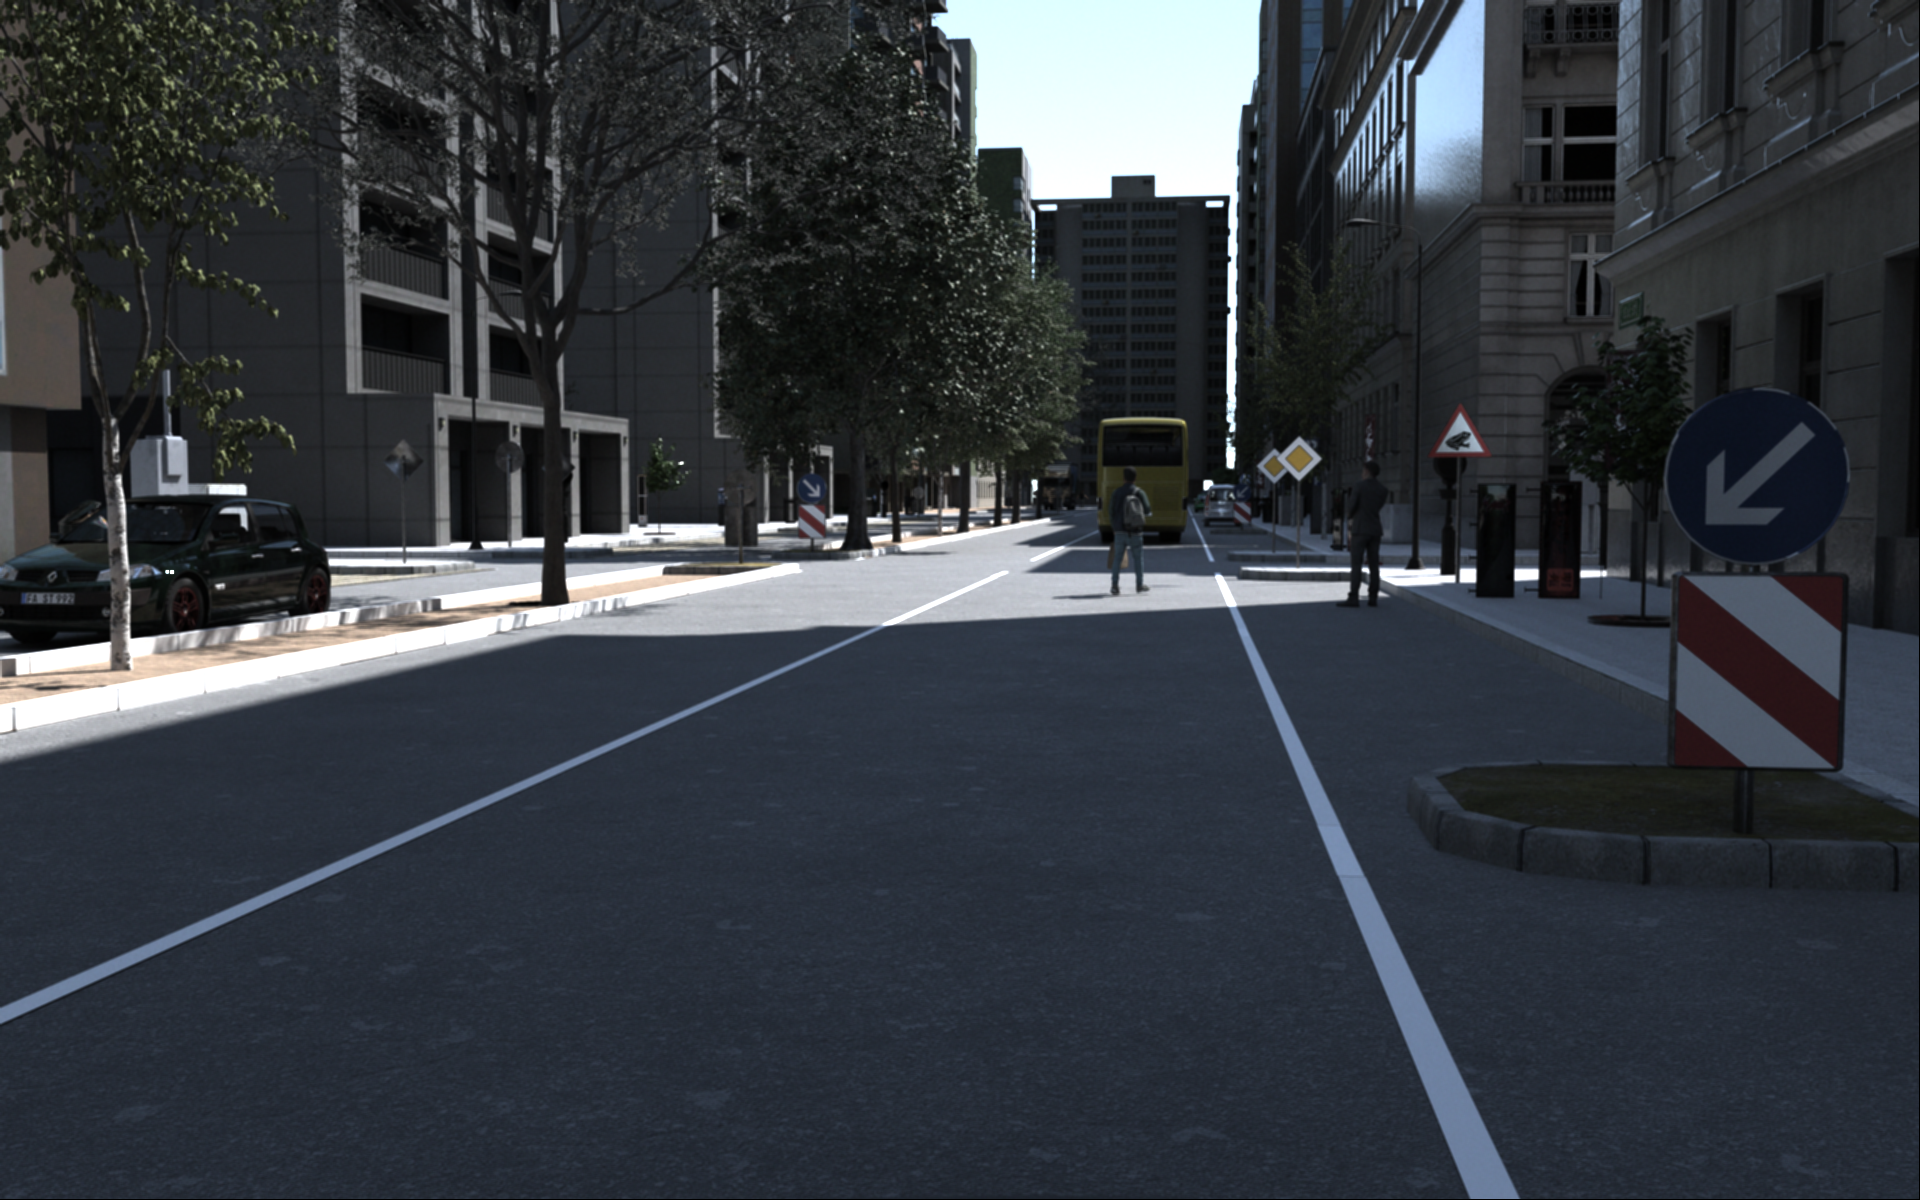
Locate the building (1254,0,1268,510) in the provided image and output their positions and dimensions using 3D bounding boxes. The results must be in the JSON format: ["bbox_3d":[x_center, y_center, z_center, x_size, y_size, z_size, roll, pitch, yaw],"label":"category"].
[{"bbox_3d":[32.042,-28.293,146.177,14.154,41.232,14.086,0,4,7],"label":"building"}]

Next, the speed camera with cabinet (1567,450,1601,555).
[{"bbox_3d":[13.419,-2.623,37.216,0.660,3.252,2.038,1,4,22],"label":"speed camera with cabinet"}]

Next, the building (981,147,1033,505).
[{"bbox_3d":[1.249,-32.061,207.785,14.086,41.232,14.154,0,4,7],"label":"building"}]

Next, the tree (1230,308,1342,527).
[{"bbox_3d":[12.731,-7.146,67.192,4.360,8.622,3.978,0,3,0],"label":"tree"}]

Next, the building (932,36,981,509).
[{"bbox_3d":[-6.253,-28.631,151.708,14.154,41.232,14.086,0,4,7],"label":"building"}]

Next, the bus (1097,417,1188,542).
[{"bbox_3d":[5.666,-3.845,54.414,2.896,3.916,12.252,0,4,5],"label":"bus"}]

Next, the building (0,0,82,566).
[{"bbox_3d":[-22.724,-22.748,22.040,14.200,45.320,14.600,0,4,7],"label":"building"}]

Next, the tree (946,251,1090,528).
[{"bbox_3d":[1.700,-8.872,73.272,9.928,11.665,9.643,0,3,0],"label":"tree"}]

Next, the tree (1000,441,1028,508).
[{"bbox_3d":[4.806,-13.007,163.023,4.737,8.622,4.395,0,3,0],"label":"tree"}]

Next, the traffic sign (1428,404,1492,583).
[{"bbox_3d":[7.204,-1.529,25.006,0.884,2.594,0.081,1,4,15],"label":"traffic sign"}]

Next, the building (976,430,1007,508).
[{"bbox_3d":[-10.985,-20.273,176.500,28.899,21.520,27.650,0,4,7],"label":"building"}]

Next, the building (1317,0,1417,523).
[{"bbox_3d":[23.932,-14.557,71.288,16.112,22.955,30.059,0,4,7],"label":"building"}]

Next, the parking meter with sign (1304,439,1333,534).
[{"bbox_3d":[11.668,-3.633,55.658,0.543,3.016,1.738,3,4,37],"label":"parking meter with sign"}]

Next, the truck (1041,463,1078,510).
[{"bbox_3d":[9.076,-10.261,156.675,2.839,4.237,11.283,0,4,7],"label":"truck"}]

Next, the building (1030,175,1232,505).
[{"bbox_3d":[21.206,-31.916,213.715,23.993,40.220,32.217,0,4,7],"label":"building"}]

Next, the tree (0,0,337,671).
[{"bbox_3d":[-6.767,-3.711,13.501,4.737,8.622,4.395,0,3,0],"label":"tree"}]

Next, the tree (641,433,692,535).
[{"bbox_3d":[-9.529,-3.672,54.637,1.663,3.219,1.824,0,3,0],"label":"tree"}]

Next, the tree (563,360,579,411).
[{"bbox_3d":[-18.249,-7.510,73.151,4.360,8.622,3.978,0,3,0],"label":"tree"}]

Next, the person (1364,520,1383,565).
[{"bbox_3d":[8.139,-1.578,34.315,0.388,1.821,0.555,3,4,38],"label":"person"}]

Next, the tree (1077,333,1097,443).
[{"bbox_3d":[2.583,-9.872,81.992,7.486,12.596,7.792,0,3,0],"label":"tree"}]

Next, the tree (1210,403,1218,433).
[{"bbox_3d":[16.338,-8.968,96.985,4.737,8.622,4.395,0,3,0],"label":"tree"}]

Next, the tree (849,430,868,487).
[{"bbox_3d":[-4.581,-9.192,100.650,4.360,8.622,3.978,0,3,0],"label":"tree"}]

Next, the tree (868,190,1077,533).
[{"bbox_3d":[0.087,-8.774,64.044,7.486,12.596,7.792,0,3,0],"label":"tree"}]

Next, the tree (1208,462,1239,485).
[{"bbox_3d":[28.791,-12.517,188.358,4.285,4.588,4.351,0,3,0],"label":"tree"}]

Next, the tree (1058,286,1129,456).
[{"bbox_3d":[4.465,-11.287,97.377,12.009,13.543,11.850,0,3,0],"label":"tree"}]

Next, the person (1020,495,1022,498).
[{"bbox_3d":[4.990,-8.254,144.930,0.593,1.643,0.415,3,5,41],"label":"person"}]

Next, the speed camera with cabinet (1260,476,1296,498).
[{"bbox_3d":[16.697,-5.906,90.895,0.660,3.252,2.038,-3,5,-39],"label":"speed camera with cabinet"}]

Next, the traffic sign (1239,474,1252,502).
[{"bbox_3d":[17.888,-6.635,108.591,0.768,2.556,0.104,1,4,10],"label":"traffic sign"}]

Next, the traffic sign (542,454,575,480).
[{"bbox_3d":[-9.221,-2.211,39.789,0.795,2.450,0.064,0,4,7],"label":"traffic sign"}]

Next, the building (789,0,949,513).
[{"bbox_3d":[-12.786,-29.089,130.226,22.147,44.769,28.867,0,4,7],"label":"building"}]

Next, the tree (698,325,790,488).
[{"bbox_3d":[-8.421,-7.283,69.434,4.360,8.622,3.978,0,3,0],"label":"tree"}]

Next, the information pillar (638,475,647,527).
[{"bbox_3d":[-12.312,-3.834,67.178,0.304,2.012,0.304,0,4,3],"label":"information pillar"}]

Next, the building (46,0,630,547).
[{"bbox_3d":[-21.500,-37.497,51.322,20.563,71.187,20.611,0,4,7],"label":"building"}]

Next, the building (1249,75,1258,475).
[{"bbox_3d":[39.956,-33.506,167.425,23.786,49.044,30.456,0,4,7],"label":"building"}]

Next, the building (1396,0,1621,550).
[{"bbox_3d":[24.011,-12.331,43.418,24.055,21.916,13.314,0,4,7],"label":"building"}]

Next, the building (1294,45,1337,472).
[{"bbox_3d":[26.884,-18.651,98.455,14.314,27.812,24.014,0,4,7],"label":"building"}]

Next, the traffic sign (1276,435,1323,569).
[{"bbox_3d":[5.823,-1.600,29.796,0.795,2.450,0.064,0,4,7],"label":"traffic sign"}]

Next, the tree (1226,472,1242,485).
[{"bbox_3d":[21.773,-8.658,136.153,1.663,3.219,1.824,0,3,0],"label":"tree"}]

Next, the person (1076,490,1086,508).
[{"bbox_3d":[12.370,-10.215,175.531,1.348,1.822,0.705,2,4,30],"label":"person"}]

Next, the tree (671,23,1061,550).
[{"bbox_3d":[-2.502,-7.507,42.204,9.611,12.733,9.660,0,3,0],"label":"tree"}]

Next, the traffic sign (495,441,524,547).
[{"bbox_3d":[-10.868,-2.547,41.745,0.768,2.556,0.104,1,4,14],"label":"traffic sign"}]

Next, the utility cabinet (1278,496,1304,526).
[{"bbox_3d":[13.458,-3.624,70.417,1.020,1.237,0.306,-1,4,-20],"label":"utility cabinet"}]

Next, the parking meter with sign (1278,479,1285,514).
[{"bbox_3d":[15.159,-5.232,81.802,0.543,3.016,1.738,1,4,13],"label":"parking meter with sign"}]

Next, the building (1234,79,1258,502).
[{"bbox_3d":[43.493,-35.561,205.127,21.600,48.544,21.300,0,4,7],"label":"building"}]

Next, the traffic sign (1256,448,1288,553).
[{"bbox_3d":[6.839,-2.084,37.716,0.795,2.450,0.064,0,4,7],"label":"traffic sign"}]

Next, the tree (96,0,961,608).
[{"bbox_3d":[-5.187,-6.657,21.676,12.009,13.543,11.850,0,3,0],"label":"tree"}]

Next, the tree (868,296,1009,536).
[{"bbox_3d":[-0.653,-6.441,58.128,4.360,8.622,3.978,0,3,0],"label":"tree"}]

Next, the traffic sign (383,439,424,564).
[{"bbox_3d":[-10.237,-1.726,31.869,0.795,2.450,0.064,0,4,7],"label":"traffic sign"}]

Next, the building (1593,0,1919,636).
[{"bbox_3d":[15.167,-13.910,3.850,17.030,29.872,44.131,0,4,7],"label":"building"}]

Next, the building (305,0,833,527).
[{"bbox_3d":[-17.264,-39.517,84.362,20.563,71.187,20.611,0,4,7],"label":"building"}]

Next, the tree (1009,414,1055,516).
[{"bbox_3d":[3.050,-8.352,89.370,4.360,8.622,3.978,0,3,0],"label":"tree"}]

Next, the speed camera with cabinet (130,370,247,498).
[{"bbox_3d":[-12.608,-2.081,28.358,0.660,3.252,2.038,1,4,17],"label":"speed camera with cabinet"}]

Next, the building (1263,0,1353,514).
[{"bbox_3d":[28.154,-28.611,117.898,14.600,45.320,14.200,0,4,7],"label":"building"}]

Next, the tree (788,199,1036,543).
[{"bbox_3d":[-1.788,-6.977,50.938,8.767,10.594,7.601,0,4,7],"label":"tree"}]

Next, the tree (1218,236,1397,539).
[{"bbox_3d":[10.103,-6.032,48.984,4.737,8.622,4.395,0,3,0],"label":"tree"}]

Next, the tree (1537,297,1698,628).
[{"bbox_3d":[6.868,-1.379,17.143,1.663,3.219,1.824,0,3,0],"label":"tree"}]
